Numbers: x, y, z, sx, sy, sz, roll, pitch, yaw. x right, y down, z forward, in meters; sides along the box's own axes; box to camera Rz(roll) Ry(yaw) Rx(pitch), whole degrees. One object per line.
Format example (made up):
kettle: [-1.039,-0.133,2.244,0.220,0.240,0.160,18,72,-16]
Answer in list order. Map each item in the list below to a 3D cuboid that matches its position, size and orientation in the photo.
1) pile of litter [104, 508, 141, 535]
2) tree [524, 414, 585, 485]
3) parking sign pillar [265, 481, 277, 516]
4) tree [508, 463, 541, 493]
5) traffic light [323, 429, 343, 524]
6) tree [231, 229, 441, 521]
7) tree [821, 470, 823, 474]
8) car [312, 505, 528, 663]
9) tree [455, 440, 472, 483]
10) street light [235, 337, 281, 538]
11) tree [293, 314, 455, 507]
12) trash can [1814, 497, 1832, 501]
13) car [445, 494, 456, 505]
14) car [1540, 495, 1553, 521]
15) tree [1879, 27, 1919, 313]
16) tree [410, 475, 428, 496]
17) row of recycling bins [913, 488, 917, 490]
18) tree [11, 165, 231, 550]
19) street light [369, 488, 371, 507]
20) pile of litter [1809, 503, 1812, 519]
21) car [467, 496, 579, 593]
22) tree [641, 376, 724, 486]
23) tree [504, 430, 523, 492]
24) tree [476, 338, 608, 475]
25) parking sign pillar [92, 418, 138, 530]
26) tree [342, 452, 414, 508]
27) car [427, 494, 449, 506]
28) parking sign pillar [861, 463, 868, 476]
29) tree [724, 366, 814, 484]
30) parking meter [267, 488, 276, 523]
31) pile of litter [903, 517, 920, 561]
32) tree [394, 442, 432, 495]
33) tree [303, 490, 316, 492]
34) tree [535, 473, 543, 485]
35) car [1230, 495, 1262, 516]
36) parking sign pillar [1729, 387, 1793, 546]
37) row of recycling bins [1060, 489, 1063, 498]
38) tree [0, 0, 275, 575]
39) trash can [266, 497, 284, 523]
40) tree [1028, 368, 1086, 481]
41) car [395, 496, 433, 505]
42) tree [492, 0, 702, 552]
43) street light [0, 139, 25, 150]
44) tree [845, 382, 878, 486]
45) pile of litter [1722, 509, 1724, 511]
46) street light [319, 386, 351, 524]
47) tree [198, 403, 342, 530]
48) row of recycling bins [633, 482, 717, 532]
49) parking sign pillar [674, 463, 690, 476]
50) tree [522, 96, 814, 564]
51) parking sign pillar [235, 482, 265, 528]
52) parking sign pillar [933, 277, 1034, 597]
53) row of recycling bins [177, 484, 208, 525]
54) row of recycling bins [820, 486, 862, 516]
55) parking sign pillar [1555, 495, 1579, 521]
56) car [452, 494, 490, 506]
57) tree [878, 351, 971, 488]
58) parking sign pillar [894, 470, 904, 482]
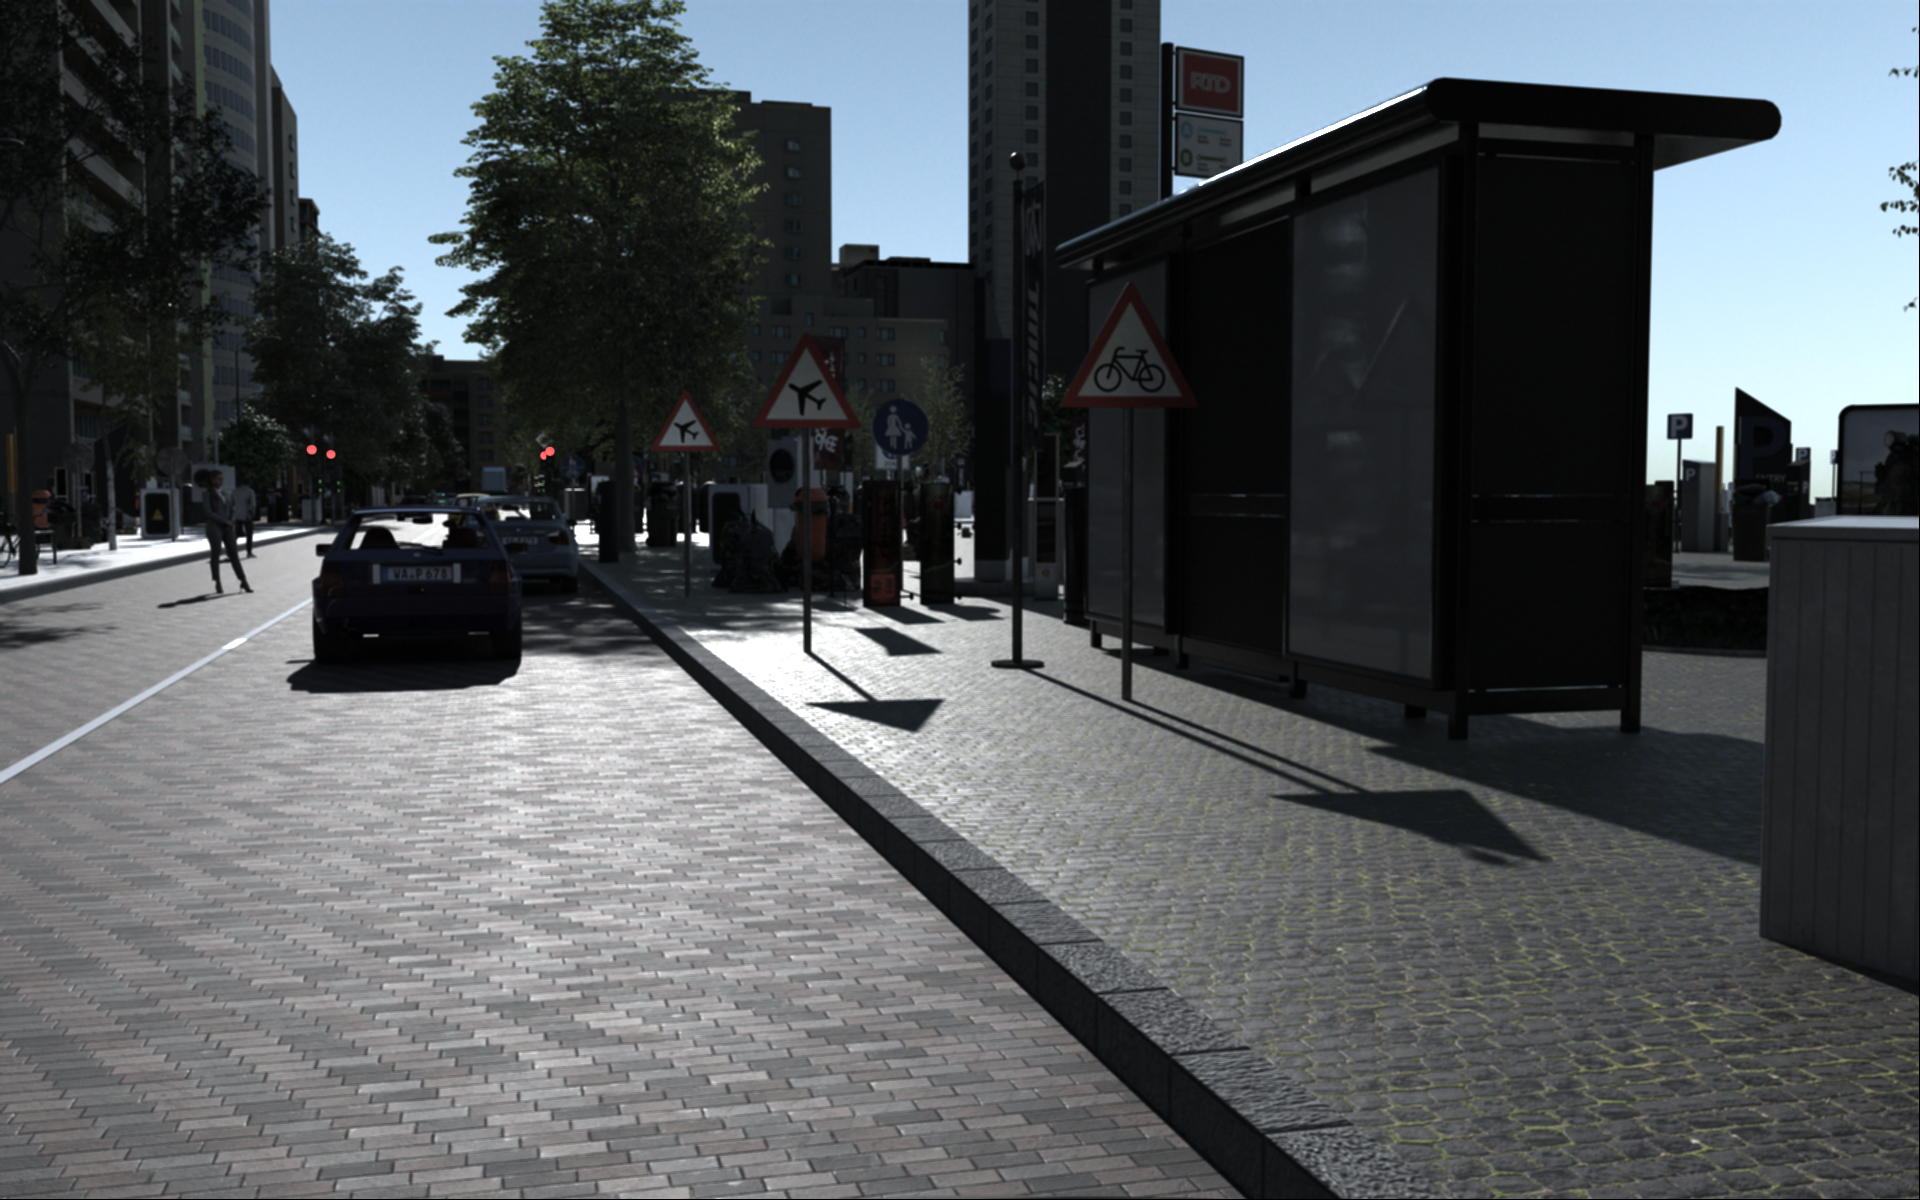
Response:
pile of litter: [-26.464,-2.482,54.549,1.719,0.858,1.176,-2,4,-29]
tree: [-28.400,-10.393,120.289,4.737,8.622,4.395,0,3,0]
parking sign pillar: [-41.086,-6.961,102.286,1.447,3.967,1.447,-3,4,-38]
tree: [-39.062,-10.569,156.510,4.285,4.588,4.351,0,3,0]
traffic light: [-26.994,-5.235,74.509,0.839,4.253,0.868,-1,4,-15]
tree: [-29.952,-10.793,83.113,9.857,13.997,8.962,0,3,0]
tree: [-11.168,-11.268,134.597,4.737,8.622,4.395,0,3,0]
car: [-5.016,-0.220,16.171,1.945,1.354,3.894,-1,4,-16]
tree: [-63.418,-17.761,207.399,9.611,12.733,9.660,0,3,0]
street light: [-20.745,-4.811,51.195,1.470,5.913,1.316,-1,4,-15]
tree: [-37.973,-11.848,110.725,9.611,12.733,9.660,0,3,0]
trash can: [36.659,-3.785,73.535,0.748,1.137,0.748,0,3,0]
car: [-59.051,-11.706,200.987,1.945,1.707,3.694,-1,4,-13]
car: [29.881,-4.554,86.465,4.499,1.417,2.014,-1,4,-17]
tree: [13.963,-4.408,22.431,4.360,8.622,3.978,0,3,0]
tree: [-59.501,-11.935,189.742,1.663,3.219,1.824,0,3,0]
row of recycling bins: [-3.641,-8.598,147.693,1.069,1.692,3.534,-1,4,-23]
tree: [-19.147,-5.446,39.410,4.737,8.622,4.395,0,3,0]
street light: [-34.711,-8.006,103.446,1.470,5.913,1.316,-1,4,-15]
pile of litter: [39.745,-4.074,80.581,1.176,0.858,1.719,0,4,-6]
car: [-6.762,-0.866,26.158,2.014,1.417,4.499,-1,4,-17]
tree: [-15.181,-8.699,92.597,4.737,8.622,4.395,0,3,0]
tree: [-34.895,-11.736,142.251,4.360,8.622,3.978,0,3,0]
tree: [-24.757,-10.899,103.948,9.928,11.665,9.643,0,3,0]
parking sign pillar: [-29.660,-4.417,60.688,1.447,3.967,1.447,-3,5,-43]
tree: [-34.023,-6.986,97.941,4.285,4.588,4.351,0,3,0]
car: [-42.993,-8.162,142.250,1.959,1.807,4.718,-1,4,-13]
parking sign pillar: [-8.174,-9.907,150.448,1.447,3.967,1.447,1,4,14]
tree: [-11.063,-9.178,100.418,4.737,8.622,4.395,0,3,0]
parking meter: [-30.452,-4.171,76.599,0.372,1.533,0.369,0,3,0]
pile of litter: [-1.059,-1.223,33.955,1.176,0.858,1.719,-1,4,-10]
tree: [-51.386,-12.829,160.114,4.737,8.622,4.395,0,3,0]
tree: [-46.124,-7.832,122.652,1.663,3.219,1.824,0,3,0]
tree: [-30.815,-8.283,130.023,1.663,3.219,1.824,0,3,0]
car: [13.299,-4.119,79.707,4.827,1.381,2.083,-1,4,-16]
parking sign pillar: [20.125,-3.362,43.433,1.447,3.967,1.447,1,4,15]
row of recycling bins: [9.608,-8.818,151.294,3.534,1.692,1.069,3,4,37]
tree: [-14.860,-5.706,27.706,8.767,10.594,7.601,0,4,2]
trash can: [-30.727,-4.041,77.732,0.748,1.137,0.748,0,3,0]
tree: [2.624,-3.765,45.272,4.285,4.588,4.351,0,3,0]
car: [-29.525,-4.966,93.780,1.945,1.354,3.894,-1,4,-14]
tree: [-7.767,-7.333,38.015,7.486,12.596,7.792,0,3,0]
street light: [-12.931,-3.067,22.683,1.470,5.913,1.316,-1,4,-15]
tree: [-6.423,-9.951,113.060,4.360,8.622,3.978,0,3,0]
pile of litter: [27.639,-3.039,63.650,1.176,0.858,1.719,-2,4,-27]
street light: [-26.838,-6.232,74.439,1.470,5.913,1.316,-1,4,-15]
tree: [-25.218,-4.772,61.728,4.285,4.588,4.351,0,3,0]
row of recycling bins: [-9.836,-3.161,58.795,3.534,1.692,1.069,-1,4,-13]
parking sign pillar: [-15.651,-6.661,97.373,1.447,3.967,1.447,-2,4,-35]
tree: [-5.219,-4.966,31.557,4.360,8.622,3.978,0,3,0]
parking sign pillar: [-27.421,-4.706,65.418,1.447,3.967,1.447,0,4,2]
parking sign pillar: [0.540,-2.063,22.207,1.447,3.967,1.447,1,4,15]
row of recycling bins: [-32.867,-4.095,74.070,1.069,1.692,3.534,-1,4,-14]
row of recycling bins: [-5.814,-4.761,84.948,3.534,1.692,1.069,2,4,31]
parking sign pillar: [21.576,-4.429,60.893,1.447,3.967,1.447,-2,4,-25]
car: [-16.973,-3.069,60.406,2.015,1.641,3.980,-1,4,-17]
tree: [-1.447,-8.509,89.486,4.360,8.622,3.978,0,3,0]
parking sign pillar: [-3.501,-6.671,97.539,1.447,3.967,1.447,1,4,13]
